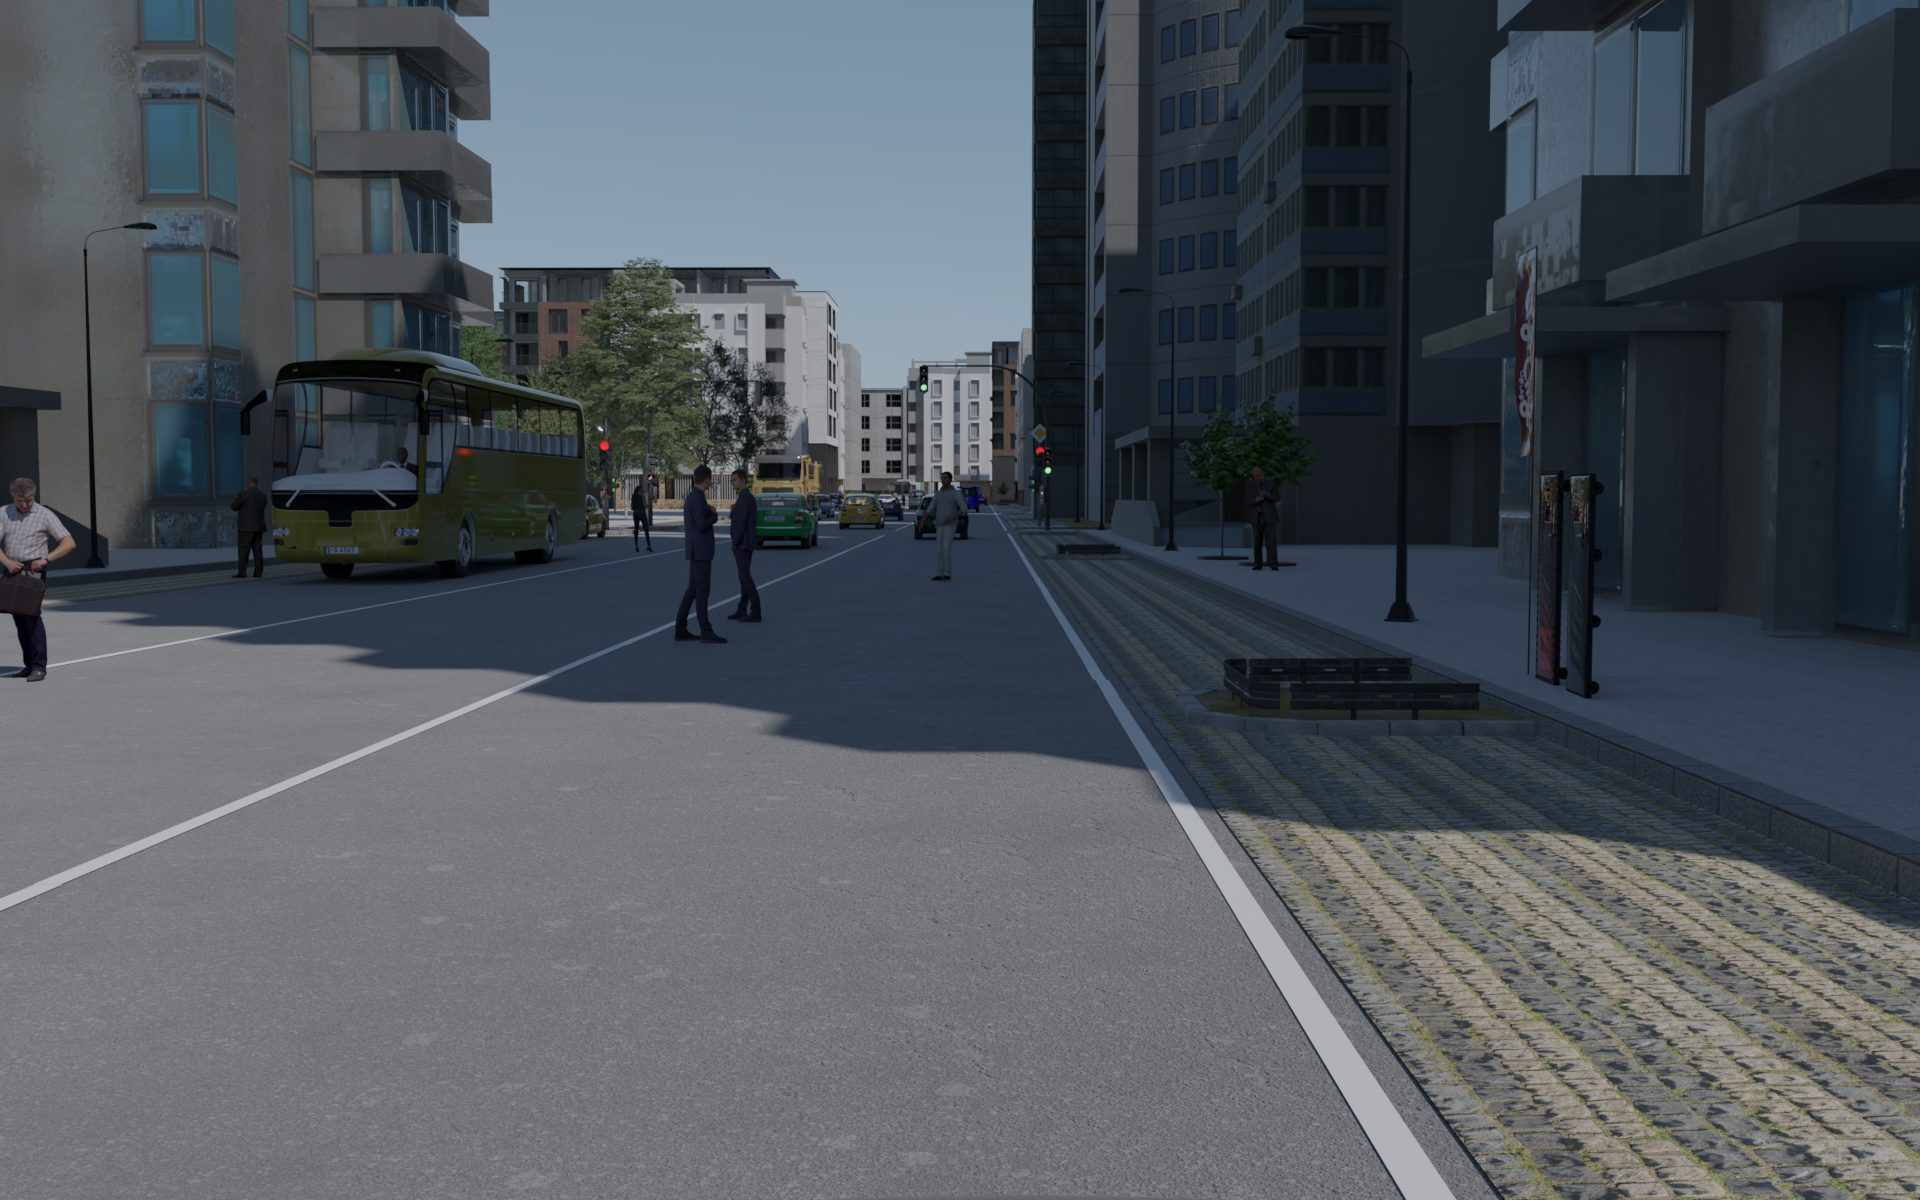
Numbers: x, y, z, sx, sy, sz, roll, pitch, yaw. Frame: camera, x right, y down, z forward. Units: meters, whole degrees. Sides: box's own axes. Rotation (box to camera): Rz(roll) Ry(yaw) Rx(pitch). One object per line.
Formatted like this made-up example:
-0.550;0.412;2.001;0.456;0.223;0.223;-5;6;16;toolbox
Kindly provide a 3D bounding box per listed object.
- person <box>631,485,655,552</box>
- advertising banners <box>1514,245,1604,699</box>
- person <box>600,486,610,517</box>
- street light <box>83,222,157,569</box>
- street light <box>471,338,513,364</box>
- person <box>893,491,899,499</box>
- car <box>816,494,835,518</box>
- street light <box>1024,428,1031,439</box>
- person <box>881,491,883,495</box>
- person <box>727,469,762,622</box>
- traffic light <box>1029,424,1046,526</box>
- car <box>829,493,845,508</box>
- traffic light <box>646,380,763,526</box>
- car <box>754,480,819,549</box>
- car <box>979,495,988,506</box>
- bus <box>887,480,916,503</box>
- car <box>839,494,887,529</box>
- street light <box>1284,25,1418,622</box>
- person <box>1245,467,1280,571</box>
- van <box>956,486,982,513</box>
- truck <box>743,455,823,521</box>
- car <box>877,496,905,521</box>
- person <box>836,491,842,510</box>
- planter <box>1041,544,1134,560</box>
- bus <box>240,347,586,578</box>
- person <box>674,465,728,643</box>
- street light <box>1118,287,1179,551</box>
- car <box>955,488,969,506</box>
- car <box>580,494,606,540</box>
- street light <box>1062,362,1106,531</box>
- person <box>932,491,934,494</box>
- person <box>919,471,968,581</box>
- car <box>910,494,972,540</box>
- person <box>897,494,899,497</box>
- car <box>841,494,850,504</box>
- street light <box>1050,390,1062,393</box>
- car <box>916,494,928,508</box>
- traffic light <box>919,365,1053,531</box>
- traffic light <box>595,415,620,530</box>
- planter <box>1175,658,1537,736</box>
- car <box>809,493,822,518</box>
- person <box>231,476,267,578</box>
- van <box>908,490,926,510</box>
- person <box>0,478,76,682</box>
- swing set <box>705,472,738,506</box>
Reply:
-7.813;-2.002;42.705;0.593;1.643;0.415;-1;4;-18;person
4.009;-0.949;11.712;0.090;3.025;2.074;0;4;4;advertising banners
-15.442;-4.152;75.398;0.415;1.643;0.593;-1;4;-19;person
-14.416;-3.499;29.751;1.470;5.913;1.316;0;4;1;street light
-14.009;-4.845;51.764;1.470;5.913;1.316;0;4;1;street light
-7.297;-11.353;194.126;0.705;1.824;1.348;3;5;41;person
-8.645;-5.742;105.886;2.014;1.417;4.499;0;4;1;car
5.376;-9.089;121.147;1.470;5.913;1.316;0;4;1;street light
-8.947;-11.717;200.005;0.705;1.831;1.348;-1;4;-19;person
-2.442;-0.618;19.522;0.530;1.710;0.541;1;4;14;person
3.160;-4.895;68.948;0.839;4.253;0.868;0;4;1;traffic light
-11.092;-8.889;154.926;1.945;1.707;3.694;0;4;1;car
-10.267;-5.778;69.146;4.771;5.953;1.251;0;4;1;traffic light
-4.790;-2.300;46.395;1.959;1.807;4.718;0;4;-1;car
2.511;-12.272;213.227;1.945;1.354;3.894;0;4;0;car
-7.041;-13.359;213.282;2.948;3.499;13.247;0;4;2;bus
-4.044;-3.763;71.746;2.015;1.641;3.980;0;4;1;car
3.912;-2.739;17.328;1.470;5.913;1.316;0;4;1;street light
5.089;-1.368;29.093;0.565;1.739;0.600;0;4;-7;person
0.565;-7.978;134.824;2.240;2.365;5.245;0;4;1;van
-8.732;-5.629;87.954;3.469;3.379;9.791;0;4;2;truck
-3.955;-4.983;94.049;1.945;1.354;3.894;0;4;0;car
-10.498;-8.630;150.323;0.721;1.736;1.217;-2;4;-25;person
2.788;-1.047;38.258;1.991;0.319;1.994;0;4;1;planter
-9.647;-2.523;32.796;2.896;3.916;12.252;0;4;0;bus
-2.513;-0.448;16.740;0.530;1.710;0.541;0;4;-5;person
4.239;-4.065;38.999;1.470;5.913;1.316;0;4;1;street light
-0.578;-6.342;112.363;2.281;1.827;5.304;0;4;2;car
-12.450;-2.745;55.099;2.015;1.641;3.980;0;4;0;car
4.457;-5.406;60.932;1.470;5.913;1.316;0;4;1;street light
-2.882;-10.956;188.432;0.445;1.727;0.742;2;4;31;person
-0.301;-1.216;28.526;0.875;1.805;0.789;2;4;32;person
-0.604;-2.813;55.782;2.009;1.686;4.222;0;4;0;car
-7.560;-11.885;206.003;0.628;1.438;0.799;3;5;44;person
-8.376;-7.726;136.540;2.015;1.641;3.980;0;4;0;car
4.733;-6.425;77.588;1.470;5.913;1.316;0;4;1;street light
-3.535;-9.764;171.440;2.131;1.459;4.920;0;4;0;car
0.960;-5.271;60.850;4.771;5.953;1.251;0;4;1;traffic light
-12.467;-4.418;61.155;0.839;4.253;0.868;0;4;1;traffic light
2.423;0.609;11.179;1.991;0.319;1.994;0;4;1;planter
-8.705;-5.290;95.524;2.155;1.783;4.494;0;4;2;car
-12.164;-1.247;29.569;0.600;1.739;0.565;0;4;4;person
-3.882;-9.409;160.854;2.013;2.044;4.112;0;4;1;van
-7.170;-0.164;13.389;0.614;1.554;0.590;0;4;-5;person
-16.516;-7.574;121.457;3.119;2.851;2.862;-1;4;-10;swing set
